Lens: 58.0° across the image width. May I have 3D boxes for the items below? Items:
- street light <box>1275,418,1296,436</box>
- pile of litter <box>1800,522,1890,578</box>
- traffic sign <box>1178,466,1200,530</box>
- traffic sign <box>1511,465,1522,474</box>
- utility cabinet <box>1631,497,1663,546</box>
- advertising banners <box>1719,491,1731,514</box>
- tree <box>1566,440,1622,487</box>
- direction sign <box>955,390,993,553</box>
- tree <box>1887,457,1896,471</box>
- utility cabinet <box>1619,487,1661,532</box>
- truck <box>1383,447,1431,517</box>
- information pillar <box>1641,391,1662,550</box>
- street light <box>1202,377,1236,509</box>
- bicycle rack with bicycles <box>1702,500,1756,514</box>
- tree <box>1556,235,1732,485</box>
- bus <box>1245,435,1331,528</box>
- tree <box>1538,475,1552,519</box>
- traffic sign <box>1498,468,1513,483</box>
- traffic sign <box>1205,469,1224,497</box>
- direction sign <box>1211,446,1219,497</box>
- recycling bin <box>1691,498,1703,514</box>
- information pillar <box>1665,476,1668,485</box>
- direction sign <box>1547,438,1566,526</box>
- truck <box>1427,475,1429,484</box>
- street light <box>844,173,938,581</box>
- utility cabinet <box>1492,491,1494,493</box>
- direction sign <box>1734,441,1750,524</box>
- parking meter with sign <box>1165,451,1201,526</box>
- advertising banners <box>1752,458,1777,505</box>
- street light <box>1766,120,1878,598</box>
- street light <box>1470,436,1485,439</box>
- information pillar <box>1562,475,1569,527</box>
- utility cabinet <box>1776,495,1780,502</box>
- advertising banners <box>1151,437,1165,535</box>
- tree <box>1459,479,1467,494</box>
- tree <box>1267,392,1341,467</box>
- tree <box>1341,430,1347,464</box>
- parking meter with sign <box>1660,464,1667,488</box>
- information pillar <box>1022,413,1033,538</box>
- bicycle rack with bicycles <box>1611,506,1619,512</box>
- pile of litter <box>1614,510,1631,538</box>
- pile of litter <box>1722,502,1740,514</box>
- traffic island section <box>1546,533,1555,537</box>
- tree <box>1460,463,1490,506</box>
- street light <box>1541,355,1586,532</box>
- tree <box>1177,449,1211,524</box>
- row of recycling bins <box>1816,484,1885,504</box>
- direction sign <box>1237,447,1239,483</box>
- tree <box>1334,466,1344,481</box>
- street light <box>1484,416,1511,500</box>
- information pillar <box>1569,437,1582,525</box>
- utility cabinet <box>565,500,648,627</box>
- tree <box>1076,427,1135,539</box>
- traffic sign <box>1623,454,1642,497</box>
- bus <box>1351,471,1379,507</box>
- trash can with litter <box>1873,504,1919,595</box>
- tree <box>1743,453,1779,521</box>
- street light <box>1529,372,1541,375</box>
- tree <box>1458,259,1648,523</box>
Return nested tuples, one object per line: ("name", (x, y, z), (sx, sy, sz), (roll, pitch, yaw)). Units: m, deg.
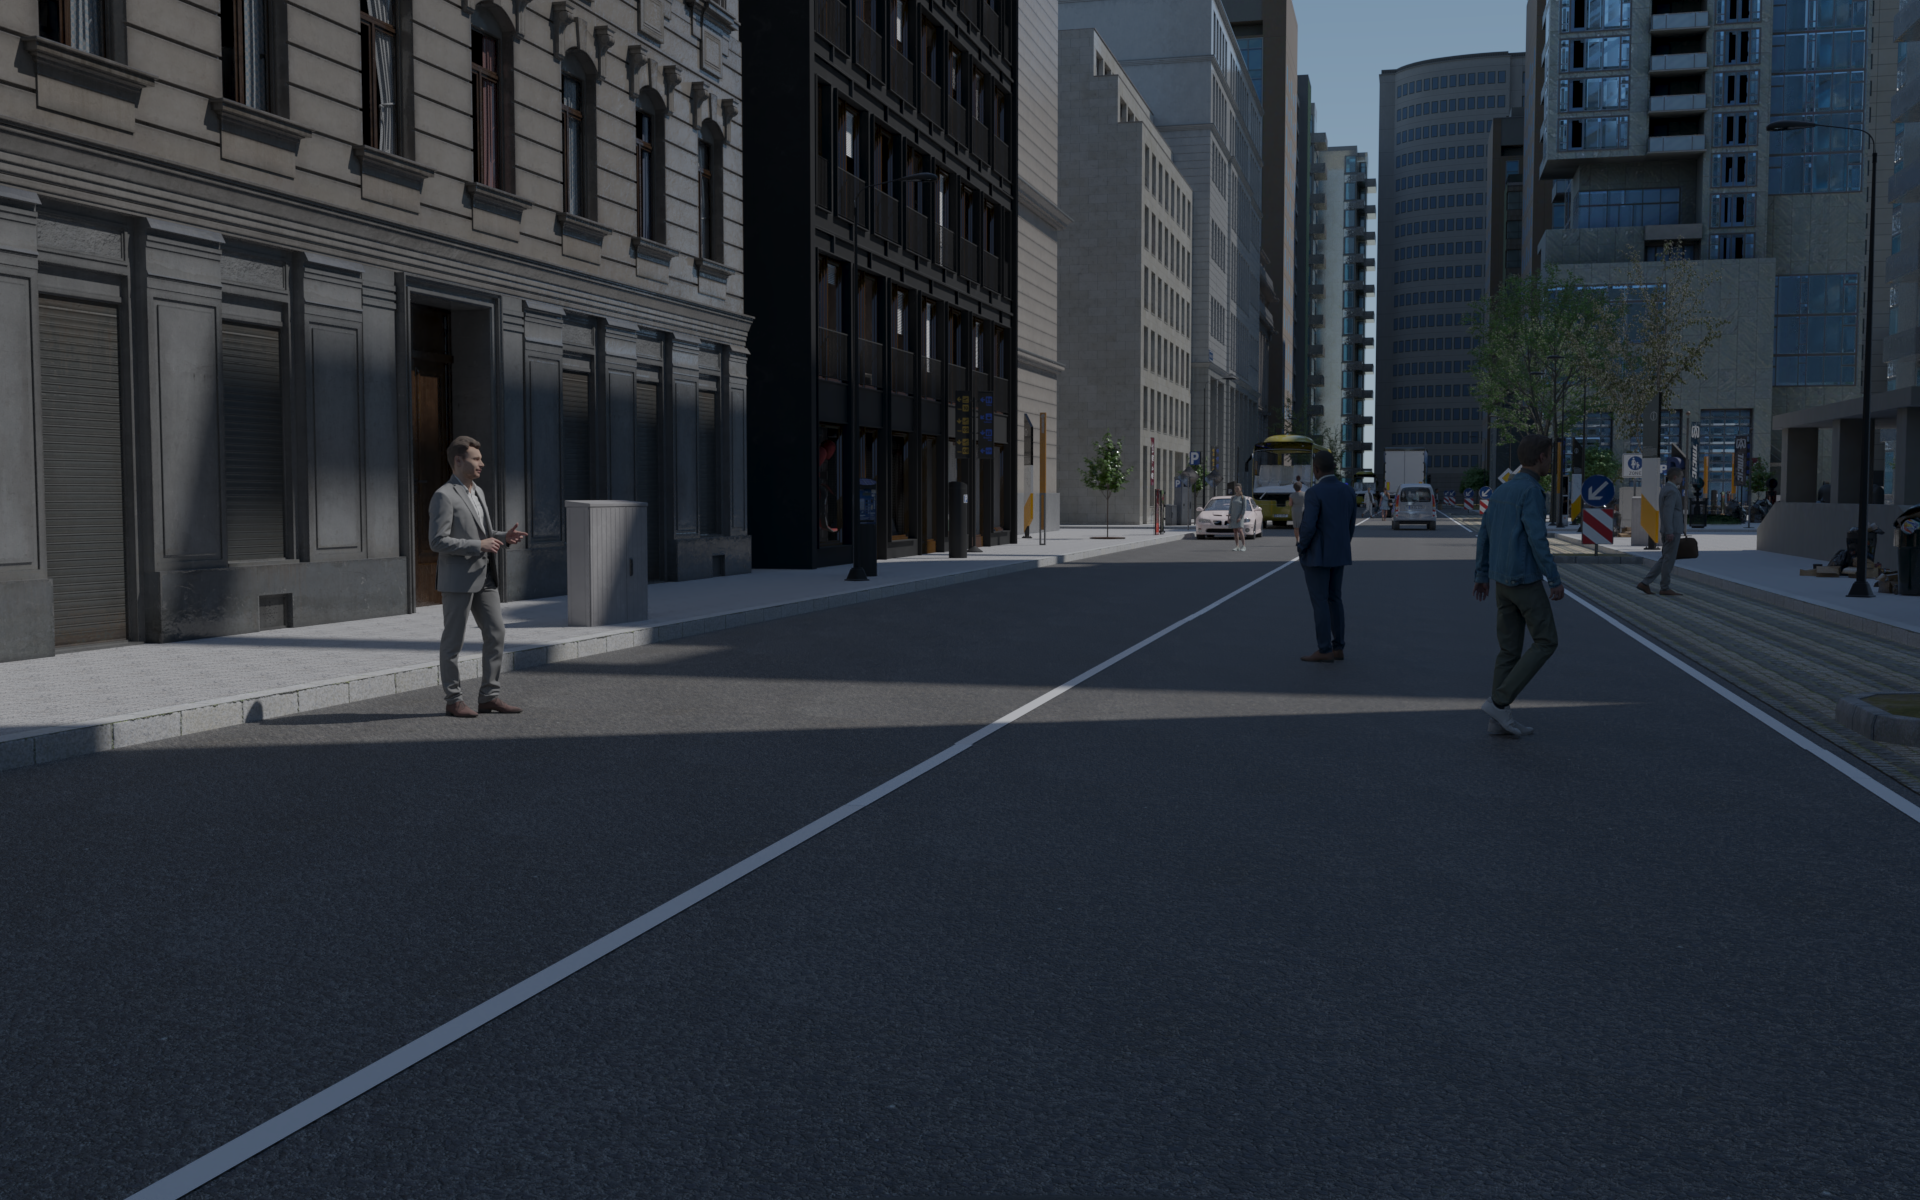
("street light", (19.730, -8.131, 105.476), (1.470, 5.913, 1.316), (1, 4, 15))
("pile of litter", (13.764, -0.780, 26.724), (1.176, 0.858, 1.719), (0, 4, -6))
("traffic sign", (8.085, -3.524, 61.267), (0.795, 2.450, 0.064), (1, 4, 15))
("traffic sign", (18.913, -3.351, 58.432), (0.795, 2.450, 0.064), (1, 4, 15))
("utility cabinet", (17.129, -1.932, 42.755), (1.020, 1.237, 0.306), (2, 4, 25))
("advertising banners", (41.195, -5.908, 92.791), (2.074, 3.025, 0.090), (-3, 5, -43))
("tree", (38.609, -7.419, 105.022), (4.285, 4.588, 4.351), (0, 3, 0))
("direction sign", (0.316, -2.818, 38.065), (0.876, 3.537, 0.379), (-1, 4, -18))
("tree", (26.573, -3.231, 47.421), (1.663, 3.219, 1.824), (0, 3, 0))
("utility cabinet", (21.296, -2.790, 54.292), (1.173, 1.500, 0.318), (0, 4, 1))
("truck", (28.183, -7.361, 109.266), (2.839, 4.237, 11.283), (1, 4, 16))
("information pillar", (15.888, -2.963, 39.802), (0.183, 3.616, 0.504), (-1, 4, -23))
("street light", (10.242, -5.886, 68.774), (1.470, 5.913, 1.316), (1, 4, 15))
("bicycle rack with bicycles", (42.757, -5.111, 96.943), (2.925, 0.926, 2.852), (0, 4, 1))
("tree", (19.474, -6.042, 49.148), (4.360, 8.622, 3.978), (0, 3, 0))
("bus", (14.572, -5.141, 75.606), (2.896, 3.916, 12.252), (1, 4, 16))
("tree", (30.129, -5.809, 89.578), (1.663, 3.219, 1.824), (0, 3, 0))
("traffic sign", (20.929, -3.824, 66.159), (0.795, 2.450, 0.064), (1, 4, 15))
("traffic sign", (10.101, -3.997, 68.995), (0.795, 2.450, 0.064), (1, 4, 15))
("direction sign", (12.106, -5.523, 82.298), (0.379, 3.537, 0.876), (2, 4, 30))
("recycling bin", (44.944, -5.682, 105.459), (0.722, 1.027, 0.722), (0, 4, 2))
("information pillar", (28.455, -3.979, 69.547), (0.304, 2.012, 0.304), (2, 4, 28))
("direction sign", (24.046, -4.780, 70.142), (0.876, 3.537, 0.379), (2, 4, 34))
("truck", (34.191, -8.379, 132.927), (3.469, 3.379, 9.791), (1, 4, 16))
("street light", (-1.005, -3.229, 25.332), (1.470, 5.913, 1.316), (1, 4, 15))
("utility cabinet", (36.222, -6.640, 117.235), (0.318, 1.500, 1.173), (0, 4, 0))
("direction sign", (33.761, -5.063, 74.783), (0.379, 3.537, 0.876), (-1, 4, -23))
("parking meter with sign", (9.039, -4.537, 70.433), (1.738, 3.016, 0.543), (-3, 5, -44))
("advertising banners", (38.697, -5.282, 82.552), (2.074, 3.025, 0.090), (3, 4, 36))
("street light", (10.711, -2.998, 21.562), (1.470, 5.913, 1.316), (1, 4, 15))
("street light", (41.362, -10.141, 138.344), (1.470, 5.913, 1.316), (1, 4, 15))
("information pillar", (23.866, -3.916, 68.515), (0.304, 2.012, 0.304), (-1, 4, -9))
("utility cabinet", (44.643, -5.117, 94.819), (0.306, 1.237, 1.020), (-3, 5, -39))
("advertising banners", (6.163, -3.541, 54.080), (0.090, 3.025, 2.074), (1, 4, 19))
("tree", (58.090, -12.572, 200.145), (1.663, 3.219, 1.824), (0, 3, 0))
("tree", (24.136, -10.620, 123.992), (4.737, 8.622, 4.395), (0, 3, 0))
("tree", (38.704, -14.165, 181.966), (4.737, 8.622, 4.395), (0, 3, 0))
("parking meter with sign", (41.447, -6.452, 101.746), (0.543, 3.016, 1.738), (2, 4, 31))
("information pillar", (1.973, -3.587, 49.995), (0.183, 3.616, 0.504), (-1, 4, -23))
("bicycle rack with bicycles", (36.842, -4.912, 93.686), (2.852, 0.926, 2.925), (0, 4, -4))
("pile of litter", (19.804, -2.312, 51.761), (1.719, 0.858, 1.176), (-3, 5, -42))
("pile of litter", (40.362, -4.678, 90.452), (1.719, 0.858, 1.176), (-3, 5, -44))
("traffic island section", (18.938, -2.215, 58.503), (2.009, 0.180, 2.903), (1, 4, 15))
("tree", (54.919, -12.262, 184.199), (4.285, 4.588, 4.351), (0, 3, 0))
("street light", (20.325, -5.228, 58.017), (1.470, 5.913, 1.316), (1, 4, 15))
("tree", (10.093, -4.918, 75.011), (1.663, 3.219, 1.824), (0, 3, 0))
("row of recycling bins", (37.175, -4.043, 73.221), (3.534, 1.692, 1.069), (0, 4, 7))
("direction sign", (13.381, -5.593, 83.436), (0.379, 3.537, 0.876), (0, 4, 7))
("tree", (35.892, -11.372, 169.653), (4.285, 4.588, 4.351), (0, 3, 0))
("street light", (31.838, -7.923, 102.088), (1.470, 5.913, 1.316), (1, 4, 15))
("information pillar", (25.383, -4.890, 71.312), (0.504, 3.616, 0.183), (-2, 4, -27))
("utility cabinet", (-3.487, -0.369, 17.191), (0.306, 1.237, 1.020), (1, 4, 22))
("tree", (4.326, -3.359, 49.521), (1.663, 3.219, 1.824), (0, 3, 0))
("traffic sign", (16.998, -2.539, 43.648), (0.606, 2.300, 0.079), (1, 4, 19))
("bus", (44.481, -12.143, 190.076), (2.896, 3.916, 12.252), (1, 4, 14))
("trash can with litter", (12.055, -0.656, 22.109), (0.624, 1.170, 1.055), (0, 4, -3))
("tree", (37.381, -5.303, 81.309), (1.663, 3.219, 1.824), (0, 3, 0))
("street light", (22.309, -5.704, 65.802), (1.470, 5.913, 1.316), (1, 4, 15))
("tree", (26.656, -9.310, 77.971), (9.928, 11.665, 9.643), (0, 3, 0))
